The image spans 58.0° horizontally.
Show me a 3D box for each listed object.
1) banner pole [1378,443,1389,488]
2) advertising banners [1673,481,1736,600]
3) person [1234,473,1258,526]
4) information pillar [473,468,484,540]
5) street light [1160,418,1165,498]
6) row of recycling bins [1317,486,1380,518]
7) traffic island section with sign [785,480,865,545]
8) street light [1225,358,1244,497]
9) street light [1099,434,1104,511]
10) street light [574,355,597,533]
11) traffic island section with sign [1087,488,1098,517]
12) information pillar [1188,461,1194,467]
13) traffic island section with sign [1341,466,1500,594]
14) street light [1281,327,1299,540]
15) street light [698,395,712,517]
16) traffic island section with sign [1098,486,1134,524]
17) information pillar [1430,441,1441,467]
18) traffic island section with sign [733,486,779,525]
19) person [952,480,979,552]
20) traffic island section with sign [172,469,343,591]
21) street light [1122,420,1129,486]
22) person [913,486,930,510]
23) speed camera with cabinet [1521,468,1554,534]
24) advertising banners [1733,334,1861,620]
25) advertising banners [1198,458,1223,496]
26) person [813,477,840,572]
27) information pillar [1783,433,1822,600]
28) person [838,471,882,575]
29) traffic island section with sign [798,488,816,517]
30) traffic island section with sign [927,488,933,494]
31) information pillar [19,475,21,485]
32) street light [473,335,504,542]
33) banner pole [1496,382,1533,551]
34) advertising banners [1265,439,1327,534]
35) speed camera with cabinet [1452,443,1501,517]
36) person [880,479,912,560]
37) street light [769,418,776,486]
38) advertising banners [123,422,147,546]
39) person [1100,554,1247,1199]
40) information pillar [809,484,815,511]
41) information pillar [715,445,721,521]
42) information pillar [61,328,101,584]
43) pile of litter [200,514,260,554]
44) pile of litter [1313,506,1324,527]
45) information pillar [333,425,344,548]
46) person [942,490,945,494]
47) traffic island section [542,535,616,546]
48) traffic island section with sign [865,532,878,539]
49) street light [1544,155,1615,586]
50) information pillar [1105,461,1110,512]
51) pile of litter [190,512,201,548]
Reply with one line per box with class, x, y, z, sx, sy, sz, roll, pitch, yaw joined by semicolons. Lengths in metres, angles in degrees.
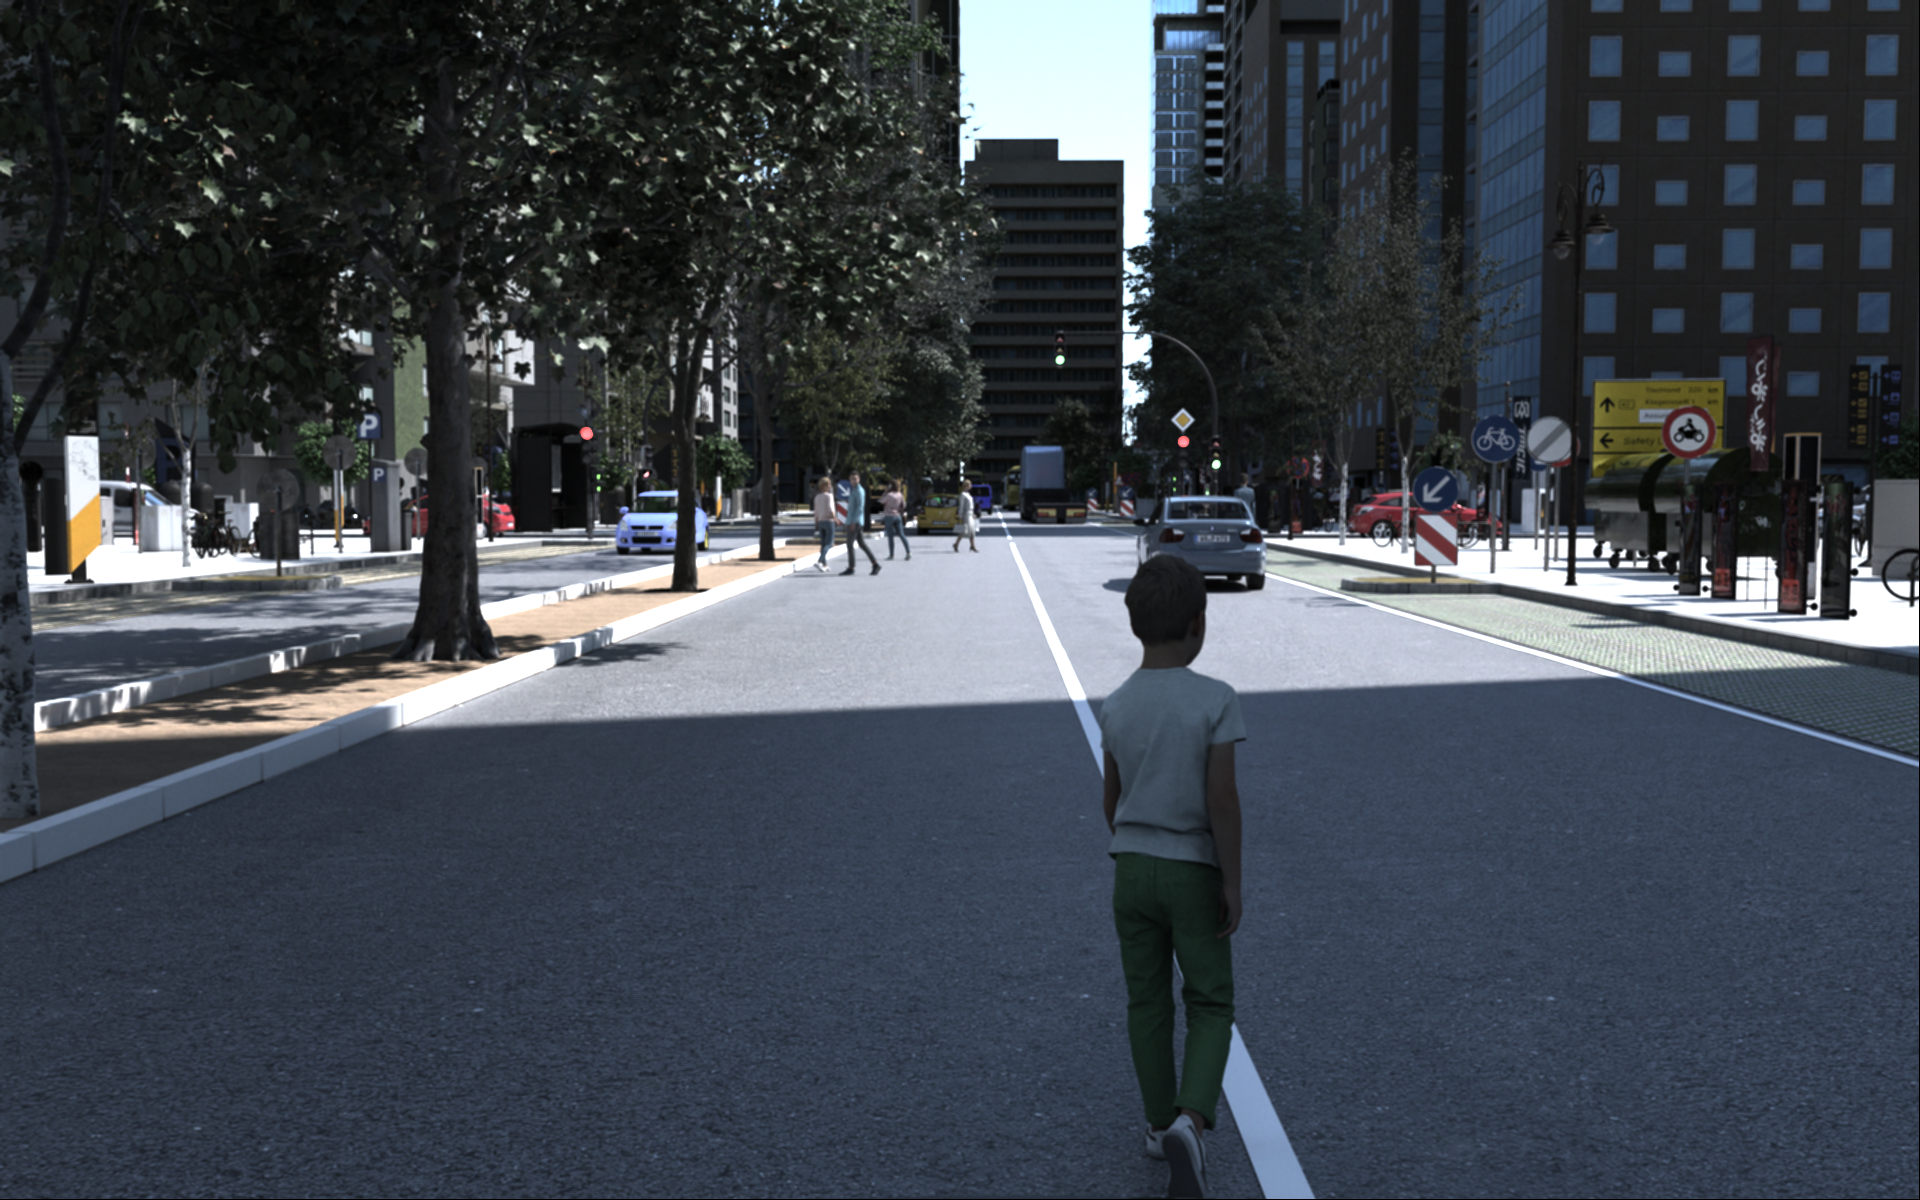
banner pole;20.592;-5.759;84.178;0.863;3.779;0.401;-2;4;-31
advertising banners;9.357;-1.528;21.172;0.090;3.025;2.074;0;4;-8
person;5.368;-1.478;32.694;0.581;1.822;0.654;-1;4;-9
information pillar;-13.558;-2.688;48.448;0.304;2.012;0.304;1;4;23
street light;9.753;-6.723;82.703;0.468;5.910;1.993;0;4;1
row of recycling bins;20.352;-5.148;91.281;3.534;1.692;1.069;2;4;27
traffic island section with sign;-3.854;-2.502;49.048;2.006;1.907;1.989;0;4;1
street light;9.310;-5.265;58.868;0.468;5.910;1.993;0;4;1
street light;10.617;-9.638;130.371;0.468;5.910;1.993;0;4;1
street light;-12.303;-5.154;57.060;0.468;5.910;1.993;0;4;1
traffic island section with sign;8.225;-6.179;109.651;1.989;1.847;2.006;0;4;1
information pillar;15.013;-7.427;112.779;0.504;3.616;0.183;-1;4;-14
traffic island section with sign;6.729;-1.039;25.611;1.989;1.847;2.006;0;4;1
street light;9.180;-4.596;47.939;0.468;5.910;1.993;0;4;1
street light;-11.972;-6.638;81.325;0.468;5.910;1.993;0;4;1
traffic island section with sign;7.737;-4.496;82.137;1.989;1.847;2.006;0;4;1
information pillar;20.670;-5.137;75.342;0.504;3.616;0.183;-1;4;-17
traffic island section with sign;-9.553;-4.458;81.509;1.989;1.847;2.006;0;4;1
person;0.142;-2.076;42.788;0.624;1.780;0.694;2;4;33
traffic island section with sign;-10.531;-1.078;26.260;1.989;1.847;2.006;0;4;1
street light;10.182;-8.180;106.537;0.468;5.910;1.993;0;4;1
person;-1.562;-3.800;70.987;0.716;1.782;0.532;0;4;1
speed camera with cabinet;18.917;-3.810;56.630;0.660;3.252;2.038;2;4;31
advertising banners;8.939;-1.364;18.489;0.090;3.025;2.074;0;4;-6
advertising banners;11.943;-5.161;80.574;2.074;3.025;0.090;-1;4;-22
person;-2.495;-1.393;31.942;0.731;1.740;0.598;2;4;33
information pillar;10.198;-1.011;21.024;0.304;2.012;0.304;0;4;-5
person;-1.767;-1.354;30.495;0.748;1.841;0.638;0;4;2
traffic island section with sign;-9.058;-6.112;108.561;1.989;1.847;2.006;0;4;1
traffic island section with sign;-2.383;-7.550;131.581;2.006;1.907;1.989;0;4;1
information pillar;-33.364;-3.466;61.157;0.304;2.012;0.304;0;4;-8
street light;-12.523;-4.483;46.080;0.468;5.910;1.993;0;4;1
banner pole;12.437;-2.986;38.830;0.863;3.779;0.401;-1;4;-14
advertising banners;10.828;-3.651;55.879;2.074;3.025;0.090;2;4;33
speed camera with cabinet;19.745;-4.419;66.592;0.660;3.252;2.038;-3;5;-42
person;-1.363;-1.748;37.676;0.593;1.750;0.643;-3;5;-40
street light;-11.456;-8.113;105.438;0.468;5.910;1.993;0;4;1
advertising banners;-20.618;-2.881;43.292;0.090;3.025;2.074;-1;4;-13
person;0.437;0.560;3.595;0.306;1.304;0.590;1;4;8
information pillar;-10.926;-7.551;127.944;0.304;2.012;0.304;-2;4;-29
information pillar;-11.467;-5.555;82.177;0.183;3.616;0.504;1;4;14
information pillar;-12.580;-2.045;24.783;0.183;3.616;0.504;2;4;30
pile of litter;-15.510;-1.473;38.043;1.176;0.858;1.719;3;5;44
pile of litter;13.428;-3.258;67.226;1.719;0.858;1.176;-2;4;-30
information pillar;-14.862;-3.060;41.382;0.183;3.616;0.504;0;4;-6
person;-1.396;-8.813;152.674;0.705;1.814;1.350;1;4;18
traffic island section;-10.457;-1.630;48.931;2.009;0.180;2.903;0;4;1
traffic island section with sign;-3.713;-2.955;56.454;2.006;1.907;1.989;0;4;1
street light;8.570;-3.139;24.108;0.468;5.910;1.993;0;4;1
information pillar;10.451;-8.023;122.533;0.183;3.616;0.504;2;4;29
pile of litter;-17.956;-1.679;41.409;1.719;0.858;1.176;2;4;25
